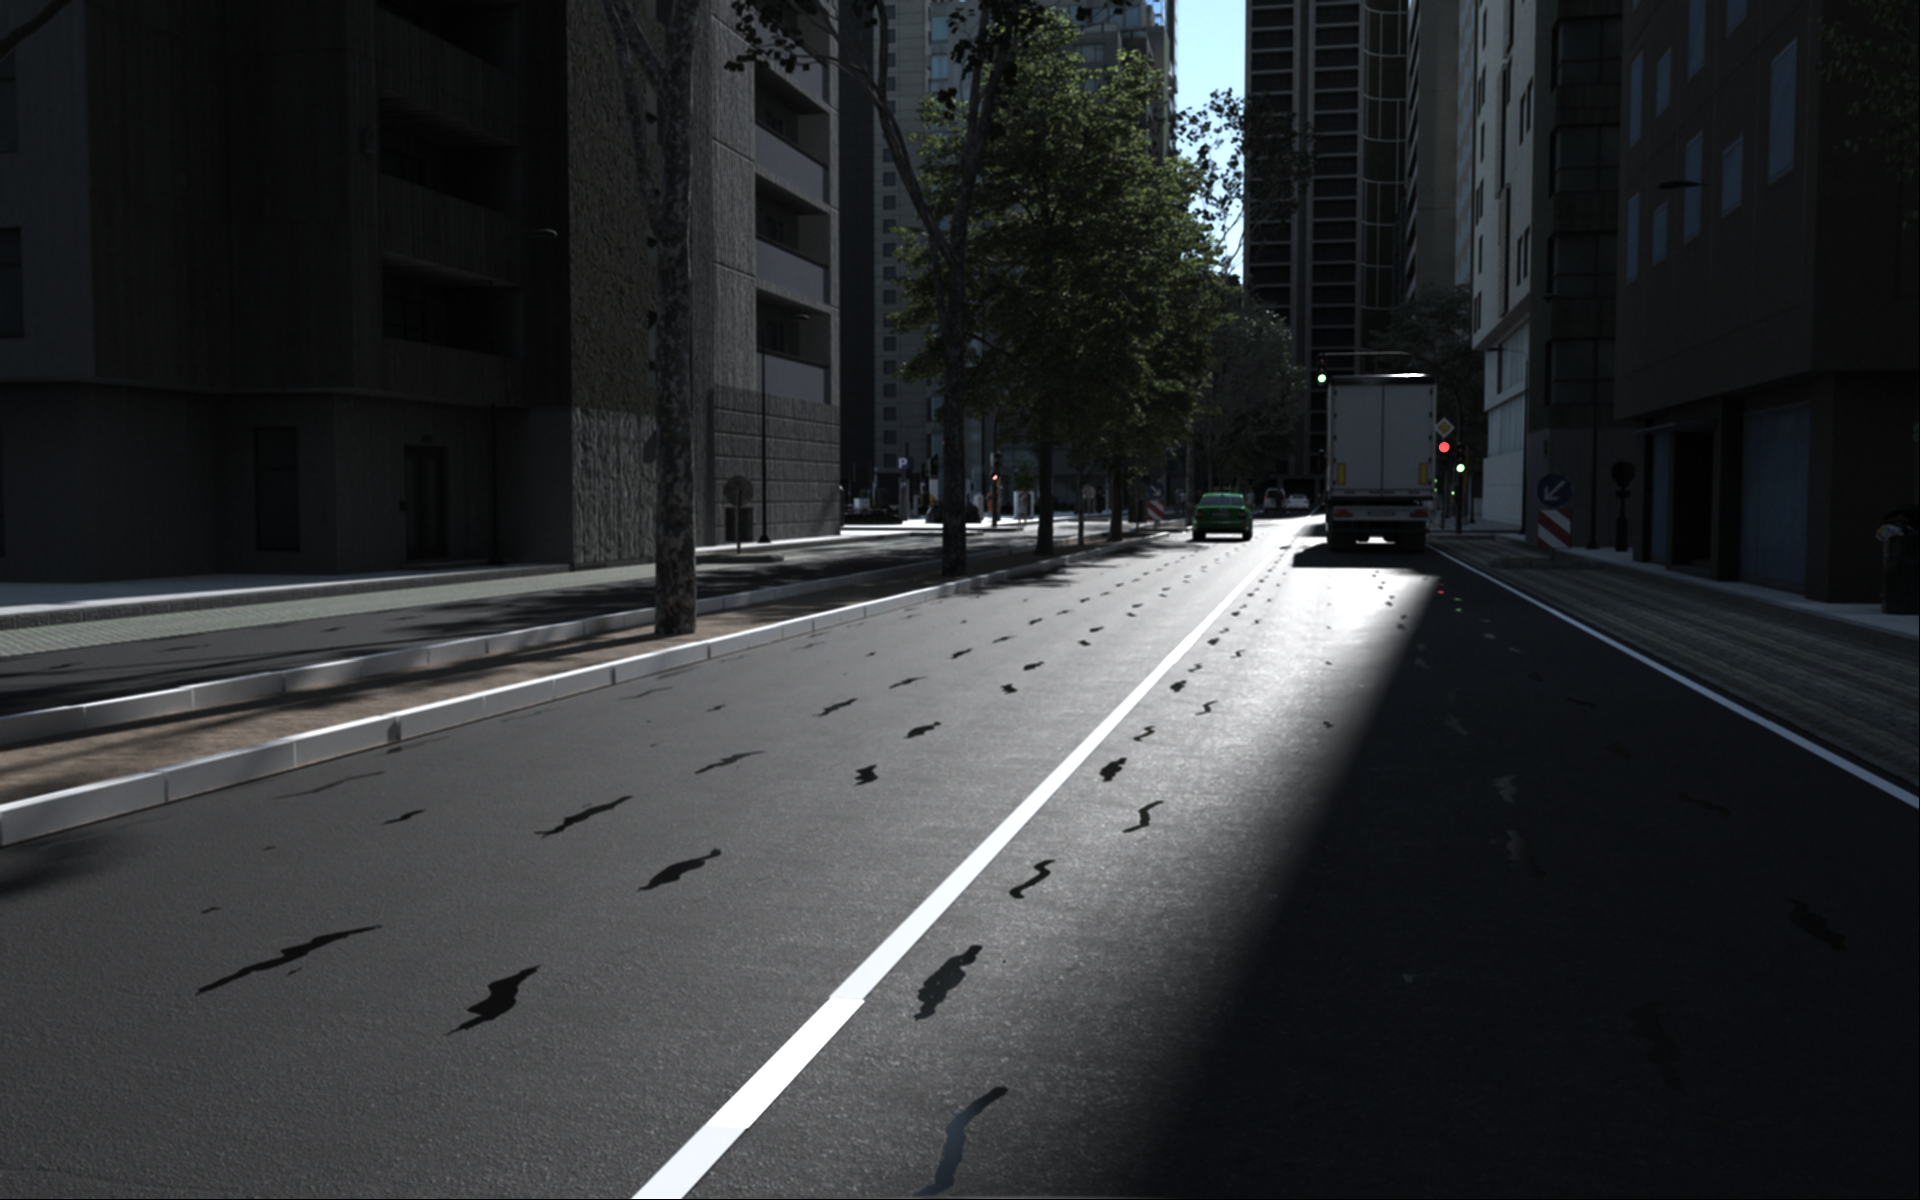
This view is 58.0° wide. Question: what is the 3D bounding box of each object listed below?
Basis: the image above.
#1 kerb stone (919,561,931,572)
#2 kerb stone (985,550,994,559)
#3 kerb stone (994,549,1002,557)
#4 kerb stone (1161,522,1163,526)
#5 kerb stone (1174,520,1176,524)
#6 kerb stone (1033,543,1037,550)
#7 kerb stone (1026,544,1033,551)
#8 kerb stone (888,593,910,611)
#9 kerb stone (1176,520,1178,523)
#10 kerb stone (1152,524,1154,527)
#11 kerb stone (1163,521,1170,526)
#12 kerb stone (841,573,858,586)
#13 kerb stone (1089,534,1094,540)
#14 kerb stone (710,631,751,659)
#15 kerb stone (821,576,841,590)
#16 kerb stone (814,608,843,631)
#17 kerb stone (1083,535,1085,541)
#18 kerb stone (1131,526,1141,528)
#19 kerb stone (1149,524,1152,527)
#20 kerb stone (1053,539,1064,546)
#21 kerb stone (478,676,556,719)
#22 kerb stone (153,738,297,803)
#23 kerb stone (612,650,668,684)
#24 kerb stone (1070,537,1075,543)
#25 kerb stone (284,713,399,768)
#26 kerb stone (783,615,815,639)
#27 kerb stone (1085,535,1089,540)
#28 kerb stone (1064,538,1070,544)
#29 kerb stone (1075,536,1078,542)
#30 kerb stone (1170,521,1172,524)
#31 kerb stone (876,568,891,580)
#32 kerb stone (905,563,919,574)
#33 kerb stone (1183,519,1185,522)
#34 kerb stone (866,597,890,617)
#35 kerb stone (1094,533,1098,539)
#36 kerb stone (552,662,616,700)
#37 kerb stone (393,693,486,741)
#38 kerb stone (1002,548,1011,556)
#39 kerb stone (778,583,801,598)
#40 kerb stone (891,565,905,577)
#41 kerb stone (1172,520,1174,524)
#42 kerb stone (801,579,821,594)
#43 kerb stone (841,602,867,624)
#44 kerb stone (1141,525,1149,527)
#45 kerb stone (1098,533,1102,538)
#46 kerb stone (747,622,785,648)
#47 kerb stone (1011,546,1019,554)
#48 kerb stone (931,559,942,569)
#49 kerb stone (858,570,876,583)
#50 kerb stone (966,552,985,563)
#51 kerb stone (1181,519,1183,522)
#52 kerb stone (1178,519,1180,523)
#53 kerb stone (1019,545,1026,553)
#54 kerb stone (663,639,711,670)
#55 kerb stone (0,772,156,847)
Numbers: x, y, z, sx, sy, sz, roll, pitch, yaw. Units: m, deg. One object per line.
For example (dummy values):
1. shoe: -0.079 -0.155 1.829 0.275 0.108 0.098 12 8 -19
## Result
1. kerb stone: -0.751 -0.602 32.038 0.120 0.150 1.000 1 4 12
2. kerb stone: 0.544 -0.970 38.050 0.120 0.150 1.000 1 4 12
3. kerb stone: 0.748 -1.031 39.051 0.120 0.150 1.000 1 4 12
4. kerb stone: 8.788 -3.332 76.674 0.120 0.150 1.000 1 4 12
5. kerb stone: 10.093 -3.700 82.690 0.120 0.150 1.000 1 4 12
6. kerb stone: 1.828 -1.337 44.066 0.120 0.150 1.000 1 4 12
7. kerb stone: 1.614 -1.276 43.059 0.120 0.150 1.000 1 4 12
8. kerb stone: -0.836 0.041 21.549 0.120 0.150 1.000 1 4 12
9. kerb stone: 10.302 -3.761 83.691 0.120 0.150 1.000 1 4 12
10. kerb stone: 7.942 -3.087 72.663 0.120 0.150 1.000 1 4 12
11. kerb stone: 9.446 -3.516 79.678 0.120 0.150 1.000 1 4 12
12. kerb stone: -1.817 -0.290 27.032 0.120 0.150 1.000 1 4 12
13. kerb stone: 3.972 -1.951 54.102 0.120 0.150 1.000 1 4 12
14. kerb stone: -2.121 0.412 15.530 0.120 0.150 1.000 1 4 12
15. kerb stone: -2.030 -0.234 26.024 0.120 0.150 1.000 1 4 12
16. kerb stone: -1.477 0.223 18.547 0.120 0.150 1.000 1 4 12
17. kerb stone: 3.547 -1.828 52.088 0.120 0.150 1.000 1 4 12
18. kerb stone: 6.870 -2.780 67.646 0.120 0.150 1.000 1 4 12
19. kerb stone: 7.727 -3.025 71.655 0.120 0.150 1.000 1 4 12
20. kerb stone: 2.687 -1.583 48.073 0.120 0.150 1.000 1 4 12
21. kerb stone: -2.980 0.652 11.528 0.120 0.150 1.000 1 4 12
22. kerb stone: -3.622 0.837 8.522 0.120 0.150 1.000 1 4 12
23. kerb stone: -2.548 0.530 13.530 0.120 0.150 1.000 1 4 12
24. kerb stone: 3.114 -1.703 50.085 0.120 0.150 1.000 1 4 12
25. kerb stone: -3.417 0.775 9.523 0.120 0.150 1.000 1 4 12
26. kerb stone: -1.695 0.284 17.544 0.120 0.150 1.000 1 4 12
27. kerb stone: 3.761 -1.890 53.094 0.120 0.150 1.000 1 4 12
28. kerb stone: 2.904 -1.644 49.074 0.120 0.150 1.000 1 4 12
29. kerb stone: 3.333 -1.765 51.083 0.120 0.150 1.000 1 4 12
30. kerb stone: 9.658 -3.577 80.683 0.120 0.150 1.000 1 4 12
31. kerb stone: -1.384 -0.415 29.031 0.120 0.150 1.000 1 4 12
32. kerb stone: -0.954 -0.541 31.036 0.120 0.150 1.000 1 4 12
33. kerb stone: 11.168 -4.001 87.703 0.120 0.150 1.000 1 4 12
34. kerb stone: -1.046 0.101 20.549 0.120 0.150 1.000 1 4 12
35. kerb stone: 4.188 -2.013 55.101 0.120 0.150 1.000 1 4 12
36. kerb stone: -2.768 0.593 12.532 0.120 0.150 1.000 1 4 12
37. kerb stone: -3.191 0.714 10.528 0.120 0.150 1.000 1 4 12
38. kerb stone: 0.969 -1.092 40.049 0.120 0.150 1.000 1 4 12
39. kerb stone: -2.454 -0.112 24.025 0.120 0.150 1.000 1 4 12
40. kerb stone: -1.173 -0.479 30.031 0.120 0.150 1.000 1 4 12
41. kerb stone: 9.870 -3.639 81.692 0.120 0.150 1.000 1 4 12
42. kerb stone: -2.242 -0.173 25.025 0.120 0.150 1.000 1 4 12
43. kerb stone: -1.264 0.162 19.547 0.120 0.150 1.000 1 4 12
44. kerb stone: 7.515 -2.964 70.655 0.120 0.150 1.000 1 4 12
45. kerb stone: 4.407 -2.074 56.109 0.120 0.150 1.000 1 4 12
46. kerb stone: -1.909 0.350 16.545 0.120 0.150 1.000 1 4 12
47. kerb stone: 1.188 -1.150 41.054 0.120 0.150 1.000 1 4 12
48. kerb stone: -0.531 -0.664 33.048 0.120 0.150 1.000 1 4 12
49. kerb stone: -1.595 -0.357 28.031 0.120 0.150 1.000 1 4 12
50. kerb stone: 0.333 -0.907 37.050 0.120 0.150 1.000 1 4 12
51. kerb stone: 10.944 -3.945 86.698 0.120 0.150 1.000 1 4 12
52. kerb stone: 10.516 -3.823 84.694 0.120 0.150 1.000 1 4 12
53. kerb stone: 1.399 -1.215 42.058 0.120 0.150 1.000 1 4 12
54. kerb stone: -2.340 0.469 14.530 0.120 0.150 1.000 1 4 12
55. kerb stone: -3.836 0.902 7.523 0.120 0.150 1.000 1 4 12
